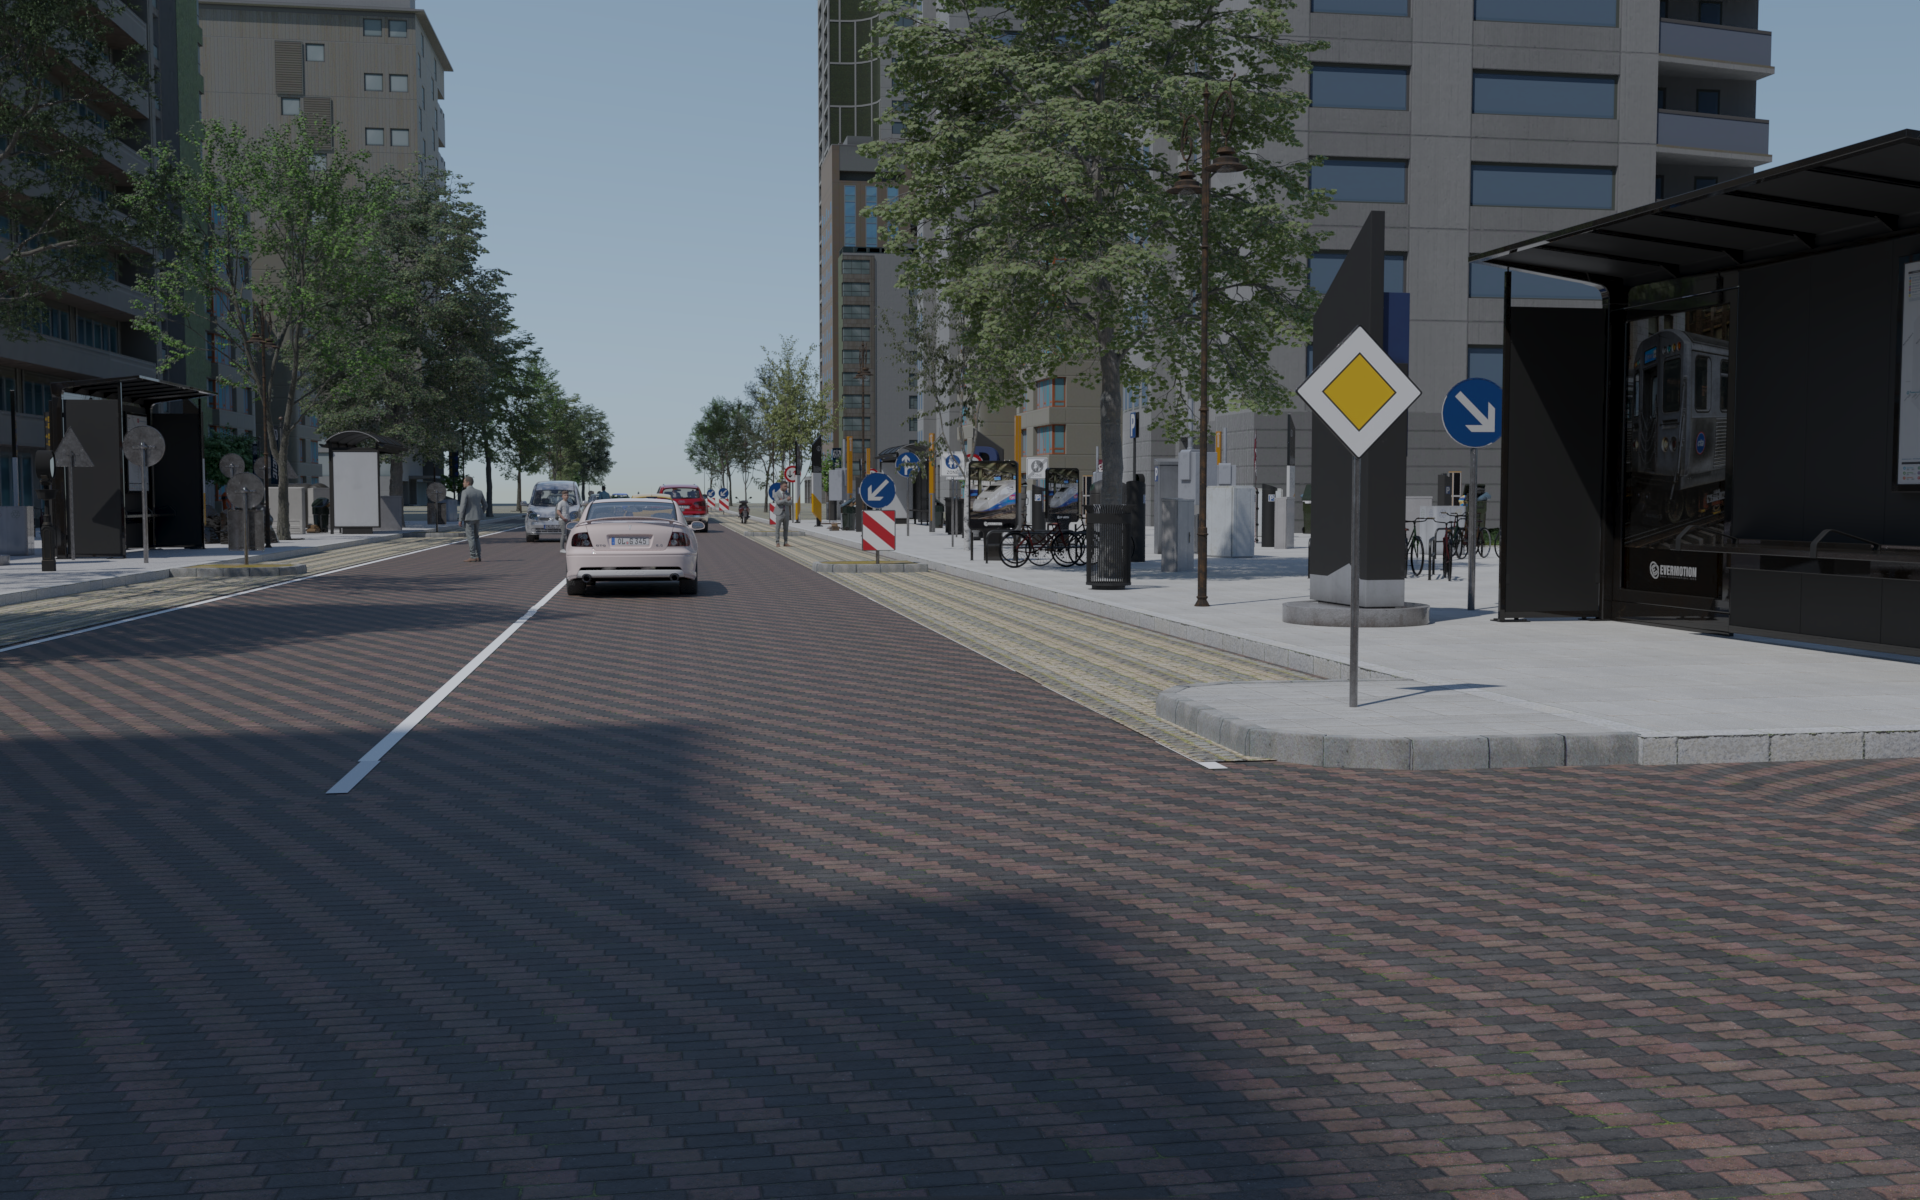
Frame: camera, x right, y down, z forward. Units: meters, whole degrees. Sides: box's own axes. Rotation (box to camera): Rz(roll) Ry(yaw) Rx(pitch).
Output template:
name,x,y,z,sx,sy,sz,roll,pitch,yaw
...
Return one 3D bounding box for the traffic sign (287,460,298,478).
name,x,y,z,sx,sy,sz,roll,pitch,yaw
traffic sign,-22.976,-3.606,58.966,0.884,2.594,0.081,-1,4,-8

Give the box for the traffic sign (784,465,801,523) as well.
name,x,y,z,sx,sy,sz,roll,pitch,yaw
traffic sign,-7.415,-4.691,76.800,0.768,2.556,0.104,0,4,-1

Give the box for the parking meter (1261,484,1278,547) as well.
name,x,y,z,sx,sy,sz,roll,pitch,yaw
parking meter,7.479,-2.046,41.863,0.372,1.533,0.369,0,3,0

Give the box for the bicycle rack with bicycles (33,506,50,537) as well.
name,x,y,z,sx,sy,sz,roll,pitch,yaw
bicycle rack with bicycles,-27.782,-2.262,50.361,2.852,0.926,2.925,-2,4,-25

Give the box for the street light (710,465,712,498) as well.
name,x,y,z,sx,sy,sz,roll,pitch,yaw
street light,-30.078,-14.469,209.352,0.468,5.910,1.993,-1,4,-10

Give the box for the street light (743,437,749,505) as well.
name,x,y,z,sx,sy,sz,roll,pitch,yaw
street light,-15.773,-9.459,127.449,0.468,5.910,1.993,-1,4,-10

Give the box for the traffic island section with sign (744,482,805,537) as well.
name,x,y,z,sx,sy,sz,roll,pitch,yaw
traffic island section with sign,-6.358,-3.084,59.057,1.989,1.847,2.006,-1,4,-10

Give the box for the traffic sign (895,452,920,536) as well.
name,x,y,z,sx,sy,sz,roll,pitch,yaw
traffic sign,-1.584,-3.219,52.738,0.768,2.556,0.104,0,4,-4

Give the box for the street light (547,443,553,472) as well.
name,x,y,z,sx,sy,sz,roll,pitch,yaw
street light,-35.498,-10.835,149.934,0.468,5.910,1.993,-1,4,-10

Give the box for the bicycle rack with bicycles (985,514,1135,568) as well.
name,x,y,z,sx,sy,sz,roll,pitch,yaw
bicycle rack with bicycles,1.778,-1.093,31.257,2.925,0.926,2.852,-1,4,-15

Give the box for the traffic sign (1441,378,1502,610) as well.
name,x,y,z,sx,sy,sz,roll,pitch,yaw
traffic sign,5.645,-1.159,19.051,0.768,2.556,0.104,0,4,-2

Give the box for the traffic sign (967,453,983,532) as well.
name,x,y,z,sx,sy,sz,roll,pitch,yaw
traffic sign,0.352,-3.303,54.106,0.768,2.556,0.104,0,4,-7

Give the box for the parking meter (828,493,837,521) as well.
name,x,y,z,sx,sy,sz,roll,pitch,yaw
parking meter,-6.175,-4.777,83.814,0.399,1.863,0.255,2,4,33

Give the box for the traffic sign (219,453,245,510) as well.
name,x,y,z,sx,sy,sz,roll,pitch,yaw
traffic sign,-22.794,-3.312,54.253,0.768,2.556,0.104,0,4,-5

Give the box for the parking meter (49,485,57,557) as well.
name,x,y,z,sx,sy,sz,roll,pitch,yaw
parking meter,-18.420,-1.820,35.471,0.399,1.863,0.255,1,4,20

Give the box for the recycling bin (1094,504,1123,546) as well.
name,x,y,z,sx,sy,sz,roll,pitch,yaw
recycling bin,3.681,-1.791,41.834,0.722,1.027,0.722,-1,4,-19

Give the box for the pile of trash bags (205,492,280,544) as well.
name,x,y,z,sx,sy,sz,roll,pitch,yaw
pile of trash bags,-19.494,-2.166,45.173,3.447,1.369,1.912,1,4,21

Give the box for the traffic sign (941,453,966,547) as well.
name,x,y,z,sx,sy,sz,roll,pitch,yaw
traffic sign,-0.178,-2.433,41.914,0.606,2.300,0.079,0,4,-3

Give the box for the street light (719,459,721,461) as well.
name,x,y,z,sx,sy,sz,roll,pitch,yaw
street light,-24.384,-12.507,177.278,0.468,5.910,1.993,-1,4,-10

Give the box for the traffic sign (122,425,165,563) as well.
name,x,y,z,sx,sy,sz,roll,pitch,yaw
traffic sign,-15.121,-1.957,32.102,0.768,2.556,0.104,0,4,-4

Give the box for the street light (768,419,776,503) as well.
name,x,y,z,sx,sy,sz,roll,pitch,yaw
street light,-10.198,-7.453,94.643,0.468,5.910,1.993,-1,4,-10

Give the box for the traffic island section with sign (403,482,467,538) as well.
name,x,y,z,sx,sy,sz,roll,pitch,yaw
traffic island section with sign,-17.402,-2.998,57.642,1.989,1.847,2.006,-1,4,-10

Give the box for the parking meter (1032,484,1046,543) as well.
name,x,y,z,sx,sy,sz,roll,pitch,yaw
parking meter,2.061,-2.252,45.224,0.372,1.533,0.369,0,3,0

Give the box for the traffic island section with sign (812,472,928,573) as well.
name,x,y,z,sx,sy,sz,roll,pitch,yaw
traffic island section with sign,-1.727,-1.446,32.278,1.989,1.847,2.006,-1,4,-10

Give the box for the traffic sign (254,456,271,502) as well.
name,x,y,z,sx,sy,sz,roll,pitch,yaw
traffic sign,-23.370,-3.558,58.283,0.768,2.556,0.104,0,4,-3

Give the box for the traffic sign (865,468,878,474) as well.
name,x,y,z,sx,sy,sz,roll,pitch,yaw
traffic sign,-4.380,-5.250,85.943,0.768,2.556,0.104,-1,4,-10

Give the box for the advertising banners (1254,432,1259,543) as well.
name,x,y,z,sx,sy,sz,roll,pitch,yaw
advertising banners,7.838,-3.034,45.786,0.090,3.025,2.074,0,4,8

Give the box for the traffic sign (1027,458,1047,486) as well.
name,x,y,z,sx,sy,sz,roll,pitch,yaw
traffic sign,2.162,-2.849,48.710,0.606,2.300,0.079,-1,4,-10

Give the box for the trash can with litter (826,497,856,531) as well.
name,x,y,z,sx,sy,sz,roll,pitch,yaw
trash can with litter,-4.090,-2.998,60.397,1.055,1.170,0.624,-2,4,-23

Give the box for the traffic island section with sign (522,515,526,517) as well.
name,x,y,z,sx,sy,sz,roll,pitch,yaw
traffic island section with sign,-25.926,-6.007,106.840,1.989,1.847,2.006,-1,4,-10

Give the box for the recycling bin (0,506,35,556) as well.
name,x,y,z,sx,sy,sz,roll,pitch,yaw
recycling bin,-19.806,-1.444,36.166,0.722,1.027,0.722,-1,4,-17

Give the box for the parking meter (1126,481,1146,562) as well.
name,x,y,z,sx,sy,sz,roll,pitch,yaw
parking meter,3.318,-1.487,32.716,0.372,1.533,0.369,0,3,0

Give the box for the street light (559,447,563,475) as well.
name,x,y,z,sx,sy,sz,roll,pitch,yaw
street light,-38.171,-11.795,165.641,0.468,5.910,1.993,-1,4,-10

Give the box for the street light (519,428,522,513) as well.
name,x,y,z,sx,sy,sz,roll,pitch,yaw
street light,-29.795,-8.843,117.370,0.468,5.910,1.993,-1,4,-10

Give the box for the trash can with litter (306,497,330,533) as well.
name,x,y,z,sx,sy,sz,roll,pitch,yaw
trash can with litter,-21.082,-2.788,56.973,0.624,1.170,1.055,0,4,4

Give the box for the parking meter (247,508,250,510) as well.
name,x,y,z,sx,sy,sz,roll,pitch,yaw
parking meter,-27.885,-3.618,67.567,0.372,1.533,0.369,0,3,0

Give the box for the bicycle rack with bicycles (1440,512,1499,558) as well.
name,x,y,z,sx,sy,sz,roll,pitch,yaw
bicycle rack with bicycles,10.410,-1.266,34.083,2.925,0.926,2.852,-3,5,-42

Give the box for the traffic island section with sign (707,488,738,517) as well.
name,x,y,z,sx,sy,sz,roll,pitch,yaw
traffic island section with sign,-14.960,-6.119,108.673,1.989,1.847,2.006,-1,4,-10

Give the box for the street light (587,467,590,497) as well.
name,x,y,z,sx,sy,sz,roll,pitch,yaw
street light,-49.400,-15.770,230.631,0.468,5.910,1.993,-1,4,-10

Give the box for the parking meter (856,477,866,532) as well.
name,x,y,z,sx,sy,sz,roll,pitch,yaw
parking meter,-3.327,-3.234,58.590,0.399,1.863,0.255,0,4,0

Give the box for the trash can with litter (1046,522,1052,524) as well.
name,x,y,z,sx,sy,sz,roll,pitch,yaw
trash can with litter,3.868,-3.798,73.487,0.624,1.170,1.055,-1,4,-14

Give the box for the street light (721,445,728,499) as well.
name,x,y,z,sx,sy,sz,roll,pitch,yaw
street light,-21.489,-11.439,159.815,0.468,5.910,1.993,-1,4,-10

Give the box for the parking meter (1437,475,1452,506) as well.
name,x,y,z,sx,sy,sz,roll,pitch,yaw
parking meter,14.579,-2.839,52.134,0.399,1.863,0.255,-3,5,-39

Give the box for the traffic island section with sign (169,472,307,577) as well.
name,x,y,z,sx,sy,sz,roll,pitch,yaw
traffic island section with sign,-12.748,-1.353,30.756,1.989,1.847,2.006,-1,4,-10

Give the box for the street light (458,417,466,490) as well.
name,x,y,z,sx,sy,sz,roll,pitch,yaw
street light,-24.090,-6.802,84.007,0.468,5.910,1.993,-1,4,-10

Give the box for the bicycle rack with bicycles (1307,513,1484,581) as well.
name,x,y,z,sx,sy,sz,roll,pitch,yaw
bicycle rack with bicycles,6.577,-0.830,26.954,2.852,0.926,2.925,1,4,18

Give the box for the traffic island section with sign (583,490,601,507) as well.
name,x,y,z,sx,sy,sz,roll,pitch,yaw
traffic island section with sign,-40.071,-10.998,188.445,1.989,1.847,2.006,-1,4,-10

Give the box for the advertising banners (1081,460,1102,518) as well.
name,x,y,z,sx,sy,sz,roll,pitch,yaw
advertising banners,6.326,-5.562,87.123,2.074,3.025,0.090,1,4,12

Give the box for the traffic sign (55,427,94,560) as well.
name,x,y,z,sx,sy,sz,roll,pitch,yaw
traffic sign,-17.213,-2.052,33.547,0.884,2.594,0.081,0,4,0

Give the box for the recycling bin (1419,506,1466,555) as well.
name,x,y,z,sx,sy,sz,roll,pitch,yaw
recycling bin,10.210,-1.475,36.664,0.722,1.027,0.722,-1,4,-12

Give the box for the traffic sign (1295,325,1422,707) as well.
name,x,y,z,sx,sy,sz,roll,pitch,yaw
traffic sign,2.367,-0.411,10.370,0.795,2.450,0.064,-1,4,-10

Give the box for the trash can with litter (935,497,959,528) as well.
name,x,y,z,sx,sy,sz,roll,pitch,yaw
trash can with litter,-0.612,-3.278,64.986,1.055,1.170,0.624,0,4,2

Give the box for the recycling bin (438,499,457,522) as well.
name,x,y,z,sx,sy,sz,roll,pitch,yaw
recycling bin,-23.954,-4.175,80.815,0.722,1.027,0.722,1,4,18
